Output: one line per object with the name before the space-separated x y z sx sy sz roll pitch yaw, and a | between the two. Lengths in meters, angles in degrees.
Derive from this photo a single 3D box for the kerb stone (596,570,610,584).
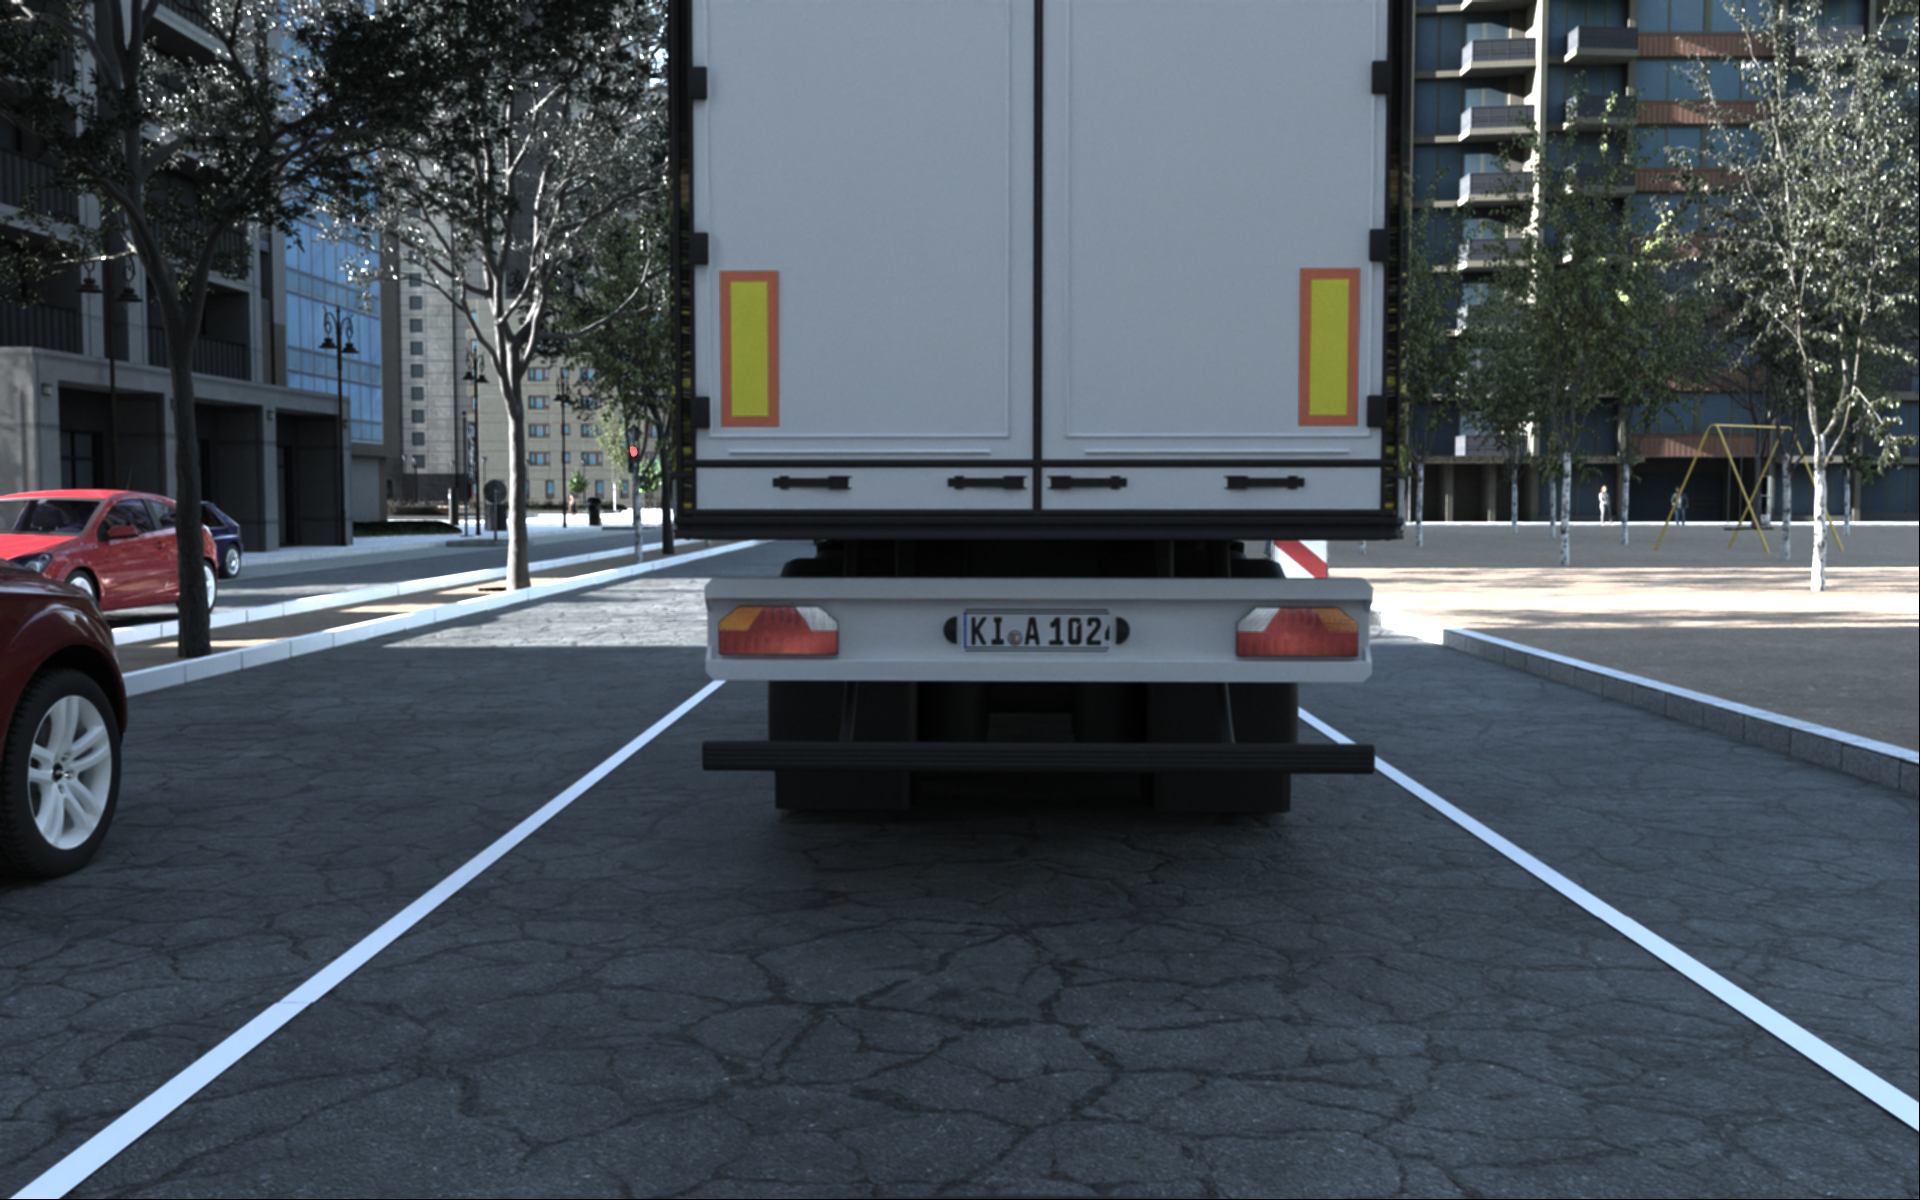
kerb stone | -5.849 -0.351 27.947 0.120 0.150 1.000 0 4 0

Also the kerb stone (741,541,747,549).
kerb stone | -5.786 -1.419 45.404 0.120 0.150 1.000 0 4 0

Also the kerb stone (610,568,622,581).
kerb stone | -5.852 -0.413 28.984 0.120 0.150 1.000 0 4 0

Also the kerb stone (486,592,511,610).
kerb stone | -5.873 0.025 21.791 0.120 0.150 1.000 0 4 0

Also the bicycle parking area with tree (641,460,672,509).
bicycle parking area with tree | -23.756 -9.769 146.727 8.231 4.147 9.016 0 4 -7

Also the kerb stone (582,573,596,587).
kerb stone | -5.861 -0.288 26.914 0.120 0.150 1.000 0 4 0

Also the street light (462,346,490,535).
street light | -15.104 -4.975 54.125 0.468 5.910 1.993 0 4 0

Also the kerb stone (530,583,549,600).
kerb stone | -5.870 -0.101 23.842 0.120 0.150 1.000 0 4 0

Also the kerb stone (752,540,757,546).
kerb stone | -5.766 -1.541 47.461 0.120 0.150 1.000 0 4 0

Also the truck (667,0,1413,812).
truck | 0.442 -1.364 11.209 2.839 4.237 11.283 0 4 2

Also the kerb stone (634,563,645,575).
kerb stone | -5.839 -0.538 31.030 0.120 0.150 1.000 0 4 0

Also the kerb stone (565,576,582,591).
kerb stone | -5.864 -0.226 25.892 0.120 0.150 1.000 0 4 0

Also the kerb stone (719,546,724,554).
kerb stone | -5.807 -1.168 41.288 0.120 0.150 1.000 0 4 0

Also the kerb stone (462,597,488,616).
kerb stone | -5.888 0.087 20.769 0.120 0.150 1.000 0 4 0

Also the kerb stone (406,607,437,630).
kerb stone | -5.890 0.213 18.715 0.120 0.150 1.000 0 4 0

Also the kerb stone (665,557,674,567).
kerb stone | -5.822 -0.725 34.103 0.120 0.150 1.000 0 4 0

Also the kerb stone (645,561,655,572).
kerb stone | -5.843 -0.602 32.052 0.120 0.150 1.000 0 4 0

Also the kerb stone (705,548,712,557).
kerb stone | -5.809 -1.039 39.242 0.120 0.150 1.000 0 4 0

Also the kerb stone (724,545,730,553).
kerb stone | -5.807 -1.230 42.327 0.120 0.150 1.000 0 4 0

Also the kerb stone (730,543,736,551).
kerb stone | -5.795 -1.294 43.359 0.120 0.150 1.000 0 4 0

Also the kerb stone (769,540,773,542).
kerb stone | -5.763 -1.796 51.556 0.120 0.150 1.000 0 4 0

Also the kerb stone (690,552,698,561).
kerb stone | -5.820 -0.910 37.189 0.120 0.150 1.000 0 4 0

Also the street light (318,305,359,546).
street light | -15.214 -4.268 42.563 0.468 5.910 1.993 0 4 0

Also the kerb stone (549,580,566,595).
kerb stone | -5.867 -0.163 24.864 0.120 0.150 1.000 0 4 0

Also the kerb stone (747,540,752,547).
kerb stone | -5.780 -1.483 46.439 0.120 0.150 1.000 0 4 0

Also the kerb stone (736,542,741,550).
kerb stone | -5.790 -1.357 44.381 0.120 0.150 1.000 0 4 0

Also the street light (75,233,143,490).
street light | -15.157 -3.560 31.000 0.468 5.910 1.993 0 4 0

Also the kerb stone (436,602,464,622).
kerb stone | -5.887 0.151 19.743 0.120 0.150 1.000 0 4 0

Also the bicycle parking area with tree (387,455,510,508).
bicycle parking area with tree | -39.672 -9.049 134.956 8.231 4.147 9.016 0 4 3

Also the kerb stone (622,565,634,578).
kerb stone | -5.849 -0.477 30.006 0.120 0.150 1.000 0 4 0

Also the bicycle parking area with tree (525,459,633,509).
bicycle parking area with tree | -33.483 -9.596 143.895 8.231 4.147 9.016 2 4 28

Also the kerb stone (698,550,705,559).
kerb stone | -5.818 -0.977 38.210 0.120 0.150 1.000 0 4 0

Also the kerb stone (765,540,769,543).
kerb stone | -5.763 -1.733 50.529 0.120 0.150 1.000 0 4 0

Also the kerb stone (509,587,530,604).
kerb stone | -5.880 -0.038 22.816 0.120 0.150 1.000 0 4 0

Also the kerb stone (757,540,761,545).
kerb stone | -5.771 -1.603 48.483 0.120 0.150 1.000 0 4 0

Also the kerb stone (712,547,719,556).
kerb stone | -5.801 -1.105 40.263 0.120 0.150 1.000 0 4 0

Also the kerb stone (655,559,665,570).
kerb stone | -5.829 -0.664 33.081 0.120 0.150 1.000 0 4 0

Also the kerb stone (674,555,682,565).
kerb stone | -5.824 -0.789 35.138 0.120 0.150 1.000 0 4 0

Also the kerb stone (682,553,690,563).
kerb stone | -5.821 -0.854 36.160 0.120 0.150 1.000 0 4 0

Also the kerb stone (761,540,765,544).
kerb stone | -5.768 -1.670 49.507 0.120 0.150 1.000 0 4 0

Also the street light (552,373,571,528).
street light | -15.162 -5.717 66.265 0.468 5.910 1.993 0 4 0
